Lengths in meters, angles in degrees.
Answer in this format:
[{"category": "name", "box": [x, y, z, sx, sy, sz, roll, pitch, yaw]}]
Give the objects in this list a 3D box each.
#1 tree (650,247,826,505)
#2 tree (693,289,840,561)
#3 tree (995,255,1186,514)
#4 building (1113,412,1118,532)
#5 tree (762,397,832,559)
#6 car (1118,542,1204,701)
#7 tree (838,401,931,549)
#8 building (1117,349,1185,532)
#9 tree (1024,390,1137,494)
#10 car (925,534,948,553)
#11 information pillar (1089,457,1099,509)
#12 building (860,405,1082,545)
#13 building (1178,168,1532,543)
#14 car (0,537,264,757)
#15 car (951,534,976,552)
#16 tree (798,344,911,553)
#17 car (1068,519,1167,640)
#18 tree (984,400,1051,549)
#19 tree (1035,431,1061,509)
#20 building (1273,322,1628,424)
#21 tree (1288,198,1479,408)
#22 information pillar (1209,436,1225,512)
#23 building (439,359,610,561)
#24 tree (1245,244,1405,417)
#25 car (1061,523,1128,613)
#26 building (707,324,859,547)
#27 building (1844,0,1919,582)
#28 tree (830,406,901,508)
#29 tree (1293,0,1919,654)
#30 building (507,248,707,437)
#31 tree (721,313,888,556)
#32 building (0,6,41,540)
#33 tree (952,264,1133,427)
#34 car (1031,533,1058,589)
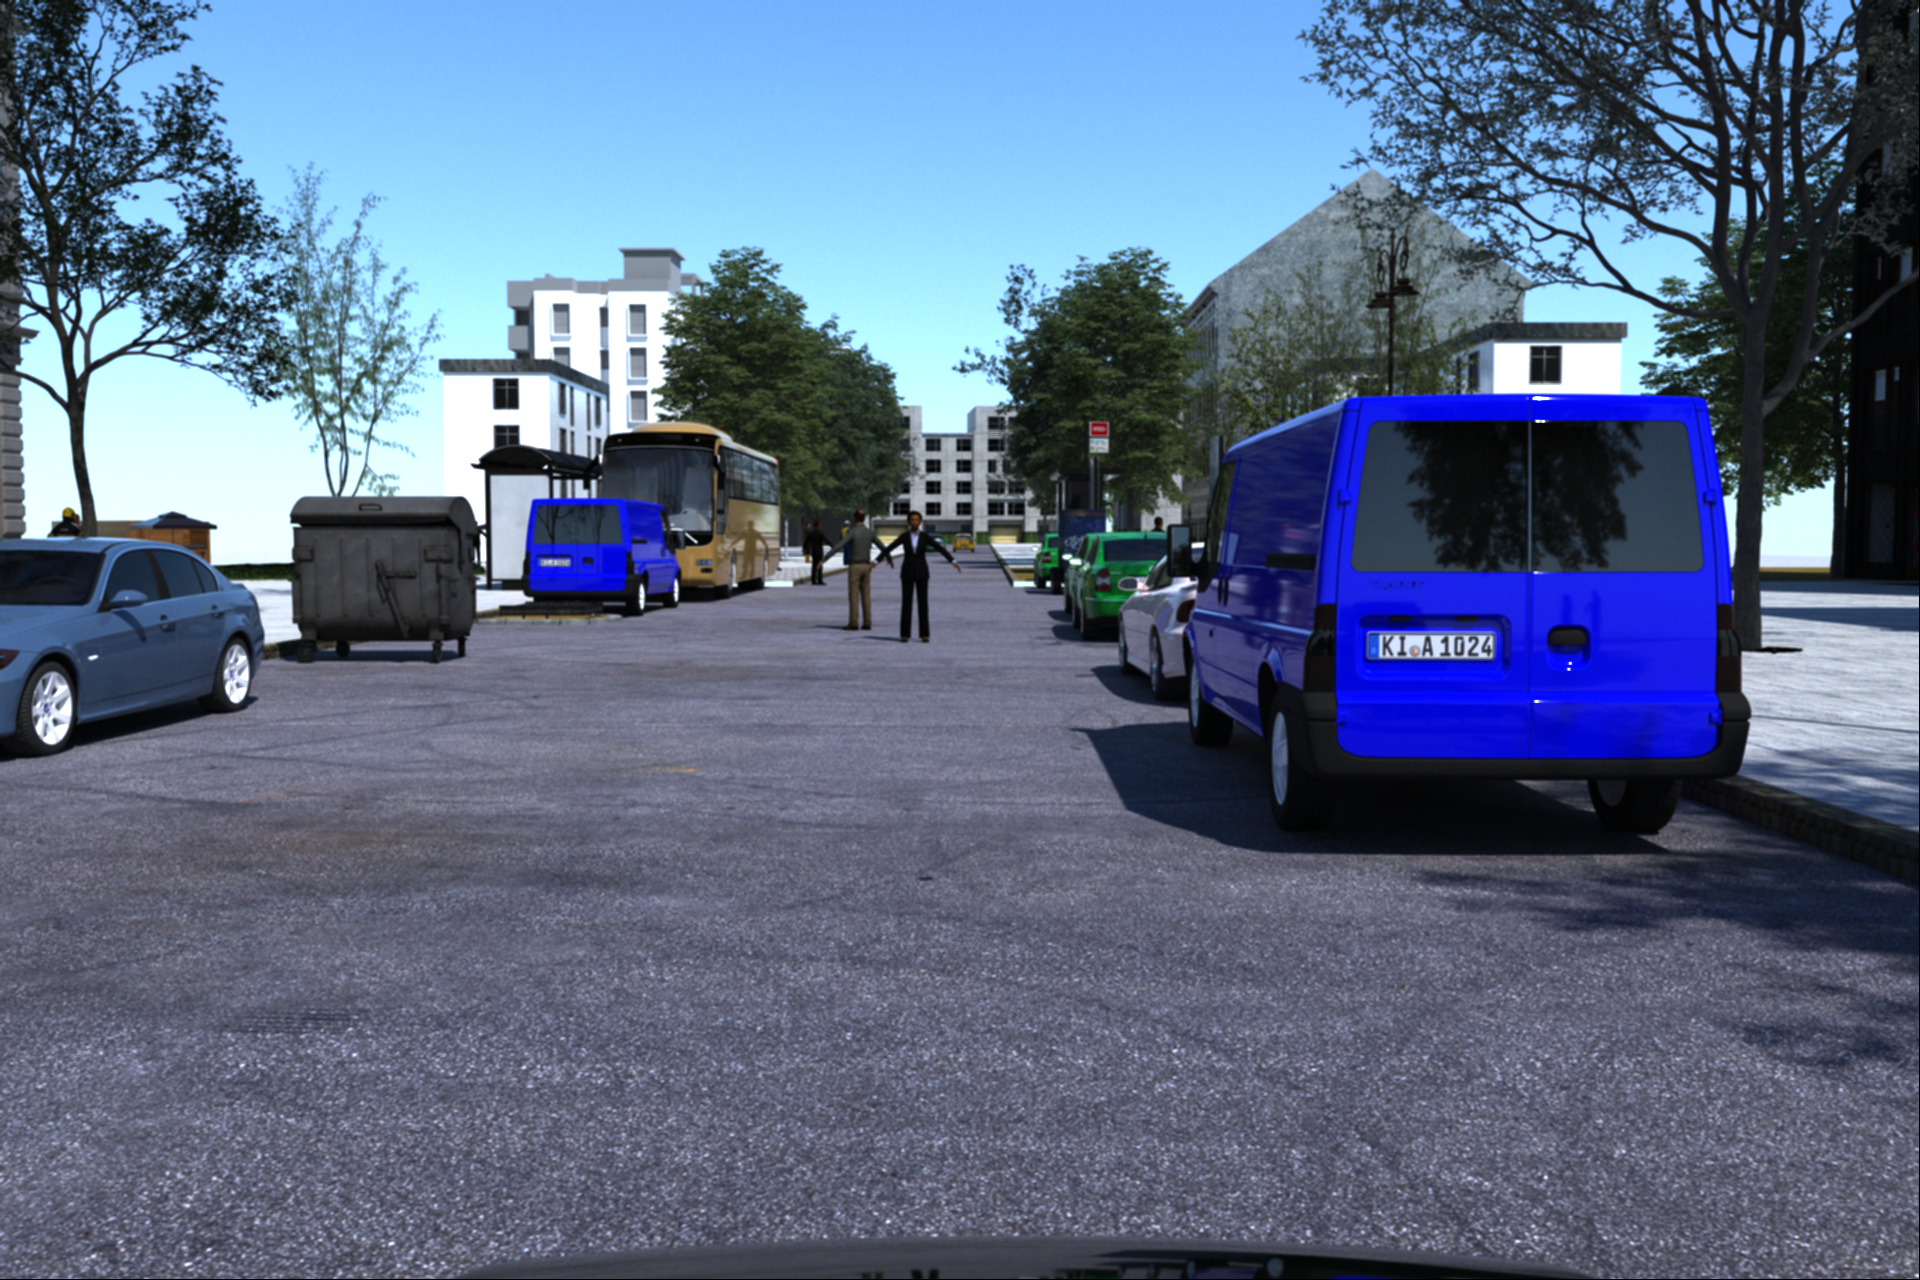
[{"category": "tree", "box": [-8.877, -9.212, 68.749, 7.486, 12.596, 7.792, 0, 3, 0]}, {"category": "tree", "box": [-8.919, -9.941, 80.664, 7.486, 12.596, 7.792, 0, 3, 0]}, {"category": "tree", "box": [6.288, -10.661, 80.968, 9.857, 13.997, 8.962, 0, 3, 0]}, {"category": "building", "box": [28.118, -22.845, 204.450, 19.493, 23.208, 18.063, 0, 4, 0]}, {"category": "tree", "box": [-9.263, -8.529, 89.809, 4.360, 8.622, 3.978, 0, 3, 0]}, {"category": "car", "box": [2.581, -0.240, 16.281, 2.083, 1.381, 4.827, 0, 4, 0]}, {"category": "tree", "box": [-7.661, -14.622, 149.435, 12.009, 13.543, 11.850, 0, 3, 0]}, {"category": "building", "box": [25.100, -18.683, 171.919, 16.747, 18.905, 31.486, 0, 4, 1]}, {"category": "tree", "box": [7.123, -10.132, 100.063, 7.601, 10.594, 8.767, -3, 4, -39]}, {"category": "car", "box": [-1.881, -6.479, 117.731, 2.131, 1.459, 4.920, 0, 4, 1]}, {"category": "information pillar", "box": [4.128, -3.797, 53.390, 0.184, 3.620, 1.656, 0, 4, 0]}, {"category": "building", "box": [1.593, -22.994, 244.867, 31.486, 18.905, 16.747, 0, 4, -4]}, {"category": "building", "box": [24.904, -17.287, 113.579, 19.493, 23.208, 18.063, 0, 4, 1]}, {"category": "car", "box": [-6.699, -0.042, 12.685, 2.014, 1.417, 4.499, 0, 4, 1]}, {"category": "car", "box": [0.290, -7.839, 138.392, 2.015, 1.641, 3.980, 0, 3, 0]}, {"category": "tree", "box": [-7.715, -12.841, 116.610, 9.857, 13.997, 8.962, 0, 3, 0]}, {"category": "car", "box": [2.558, -0.979, 24.809, 1.959, 1.807, 4.718, 0, 4, 1]}, {"category": "tree", "box": [7.470, -14.812, 152.545, 12.009, 13.543, 11.850, 0, 3, 0]}, {"category": "tree", "box": [6.710, -9.774, 110.170, 4.360, 8.622, 3.978, 0, 3, 0]}, {"category": "building", "box": [21.940, -8.605, 82.839, 9.099, 9.664, 28.070, 0, 4, 0]}, {"category": "tree", "box": [8.916, -5.264, 36.428, 4.360, 8.622, 3.978, 0, 3, 0]}, {"category": "information pillar", "box": [6.243, -3.108, 42.124, 0.184, 3.620, 1.656, 0, 4, 1]}, {"category": "building", "box": [-24.169, -9.480, 97.141, 9.099, 9.664, 28.070, 0, 4, 0]}, {"category": "tree", "box": [9.081, -5.783, 44.910, 4.360, 8.622, 3.978, 0, 3, 0]}, {"category": "car", "box": [2.767, -1.290, 29.893, 1.959, 1.807, 4.718, 0, 3, 0]}, {"category": "building", "box": [-25.879, -20.844, 184.773, 27.936, 21.610, 32.646, 0, 4, 2]}, {"category": "building", "box": [29.469, -12.758, 37.258, 12.332, 23.479, 15.834, 0, 4, 1]}, {"category": "tree", "box": [-8.269, -12.856, 135.953, 9.928, 11.665, 9.643, 0, 3, 0]}, {"category": "tree", "box": [8.785, -6.627, 18.720, 12.009, 13.543, 11.850, 0, 3, 0]}, {"category": "building", "box": [-23.937, -15.867, 115.840, 16.016, 20.090, 11.380, 0, 4, 1]}, {"category": "tree", "box": [-8.883, -11.809, 99.735, 9.857, 13.997, 8.962, 0, 3, 0]}, {"category": "building", "box": [-31.062, -12.913, 38.843, 11.050, 23.595, 19.941, 0, 4, 1]}, {"category": "tree", "box": [6.247, -16.305, 122.480, 12.611, 20.169, 13.585, 0, 3, 0]}, {"category": "car", "box": [2.917, -2.326, 46.819, 1.959, 1.807, 4.718, 0, 4, 1]}]
